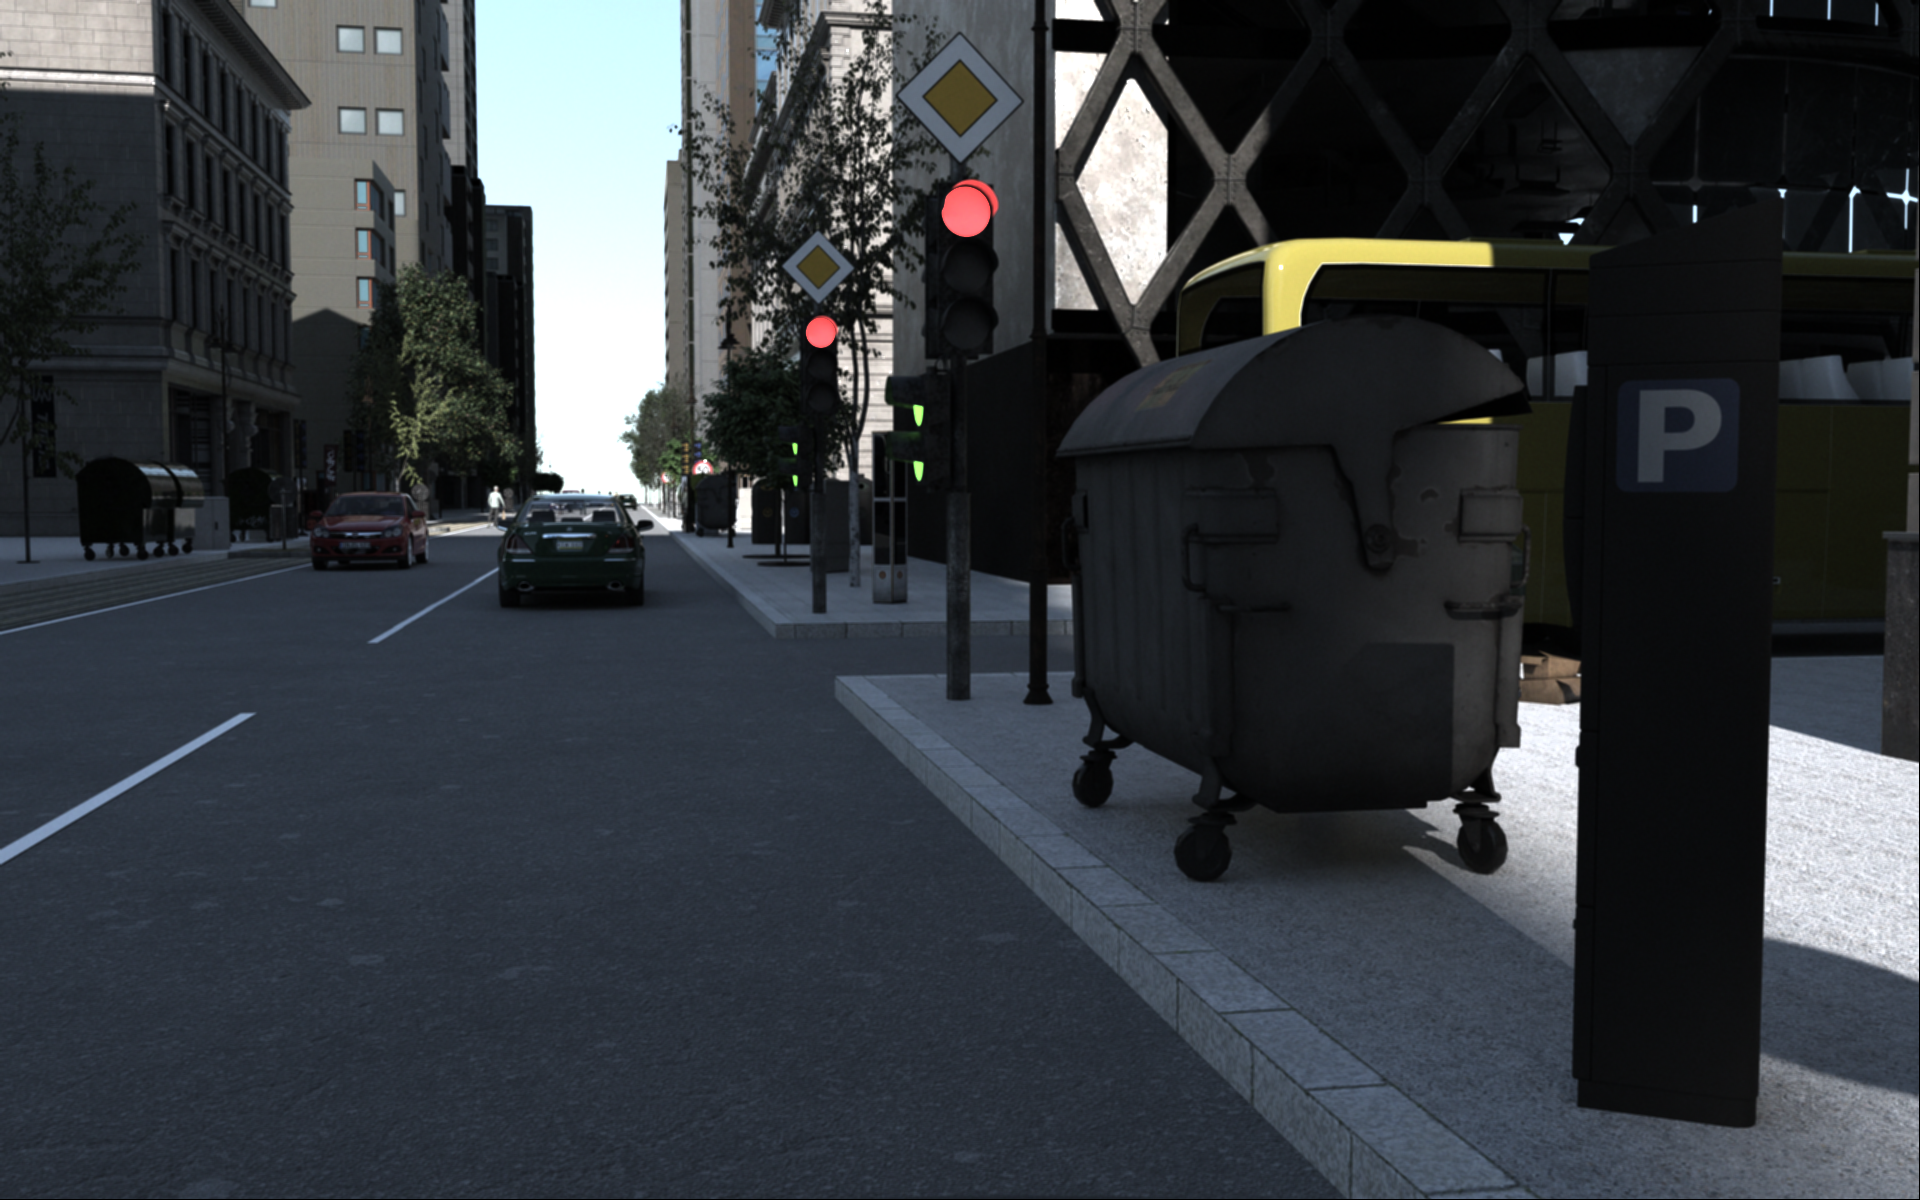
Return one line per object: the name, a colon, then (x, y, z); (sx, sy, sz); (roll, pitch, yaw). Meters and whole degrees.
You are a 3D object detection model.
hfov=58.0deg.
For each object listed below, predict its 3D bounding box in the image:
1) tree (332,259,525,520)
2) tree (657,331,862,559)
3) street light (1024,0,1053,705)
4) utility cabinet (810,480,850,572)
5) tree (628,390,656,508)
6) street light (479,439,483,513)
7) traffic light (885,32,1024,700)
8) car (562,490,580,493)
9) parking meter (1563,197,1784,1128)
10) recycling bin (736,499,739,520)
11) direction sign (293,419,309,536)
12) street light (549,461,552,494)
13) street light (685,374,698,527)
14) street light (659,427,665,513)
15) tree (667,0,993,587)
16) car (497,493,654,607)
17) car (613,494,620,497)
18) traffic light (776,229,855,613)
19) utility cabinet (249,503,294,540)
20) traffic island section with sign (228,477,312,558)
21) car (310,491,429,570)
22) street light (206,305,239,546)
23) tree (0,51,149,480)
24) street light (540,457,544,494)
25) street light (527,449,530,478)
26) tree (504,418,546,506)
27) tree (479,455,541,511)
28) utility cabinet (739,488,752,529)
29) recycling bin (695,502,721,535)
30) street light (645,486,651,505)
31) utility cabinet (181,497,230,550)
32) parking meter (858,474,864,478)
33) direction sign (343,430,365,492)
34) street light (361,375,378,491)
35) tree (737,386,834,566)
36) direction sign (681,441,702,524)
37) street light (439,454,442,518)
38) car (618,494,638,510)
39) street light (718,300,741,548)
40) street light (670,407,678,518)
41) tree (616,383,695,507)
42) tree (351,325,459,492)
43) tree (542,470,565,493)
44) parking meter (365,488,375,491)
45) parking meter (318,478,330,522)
tree: (-26.155, -10.262, 84.791); (9.611, 12.733, 9.660); (0, 3, 0)
tree: (-3.660, -3.131, 34.912); (4.285, 4.588, 4.351); (0, 3, 0)
street light: (0.479, -2.303, 10.443); (0.468, 5.910, 1.993); (-1, 4, -11)
utility cabinet: (-2.090, -1.216, 28.568); (0.318, 1.500, 1.173); (1, 4, 22)
tree: (-16.625, -9.139, 99.779); (4.360, 8.622, 3.978); (0, 3, 0)
street light: (-32.293, -8.814, 116.900); (0.468, 5.910, 1.993); (-1, 4, -11)
traffic light: (-0.029, -1.333, 10.719); (0.839, 4.253, 0.868); (-1, 4, -11)
car: (-34.403, -8.839, 153.188); (2.281, 1.827, 5.304); (-1, 4, -12)
parking meter: (1.474, 0.128, 3.622); (0.399, 1.863, 0.255); (2, 4, 23)
recycling bin: (-11.123, -4.447, 85.264); (0.722, 1.027, 0.722); (-3, 5, -39)
direction sign: (-20.051, -3.712, 52.693); (0.379, 3.537, 0.876); (0, 4, 1)
street light: (-53.303, -15.449, 225.375); (0.468, 5.910, 1.993); (-1, 4, -11)
street light: (-10.370, -5.763, 67.020); (0.468, 5.910, 1.993); (-1, 4, -11)
street light: (-20.020, -8.820, 116.992); (0.468, 5.910, 1.993); (-1, 4, -11)
tree: (-1.701, -4.489, 23.759); (4.360, 8.622, 3.978); (0, 3, 0)
car: (-5.225, -0.716, 23.502); (2.131, 1.459, 4.920); (-1, 4, -11)
car: (-37.112, -10.885, 188.196); (2.015, 1.641, 3.980); (-1, 4, -11)
traffic light: (-1.534, -1.813, 18.562); (0.839, 4.253, 0.868); (-1, 4, -11)
utility cabinet: (-19.037, -2.397, 47.866); (1.173, 1.500, 0.318); (1, 4, 9)
traffic island section with sign: (-15.397, -1.879, 39.351); (1.989, 1.847, 2.006); (-1, 4, -11)
car: (-11.650, -1.546, 34.312); (2.155, 1.783, 4.494); (-1, 4, -11)
street light: (-18.011, -4.260, 42.435); (0.468, 5.910, 1.993); (-1, 4, -11)
tree: (-15.878, -4.763, 28.242); (4.737, 8.622, 4.395); (0, 3, 0)
street light: (-48.194, -13.866, 199.498); (0.468, 5.910, 1.993); (-1, 4, -11)
street light: (-43.396, -12.326, 174.325); (0.468, 5.910, 1.993); (-1, 4, -11)
tree: (-42.077, -13.176, 165.784); (4.360, 8.622, 3.978); (0, 3, 0)
tree: (-36.011, -9.264, 135.187); (4.285, 4.588, 4.351); (0, 3, 0)
utility cabinet: (-7.322, -3.266, 62.075); (1.173, 1.500, 0.318); (1, 4, 14)
recycling bin: (-7.852, -2.539, 54.060); (0.722, 1.027, 0.722); (0, 4, -1)
street light: (-40.353, -15.283, 222.657); (0.468, 5.910, 1.993); (-1, 4, -11)
utility cabinet: (-17.313, -1.748, 39.743); (0.306, 1.237, 1.020); (3, 5, 42)
parking meter: (-2.950, -2.693, 49.746); (0.255, 1.863, 0.399); (3, 4, 36)
direction sign: (-21.396, -4.234, 61.225); (0.876, 3.537, 0.379); (1, 4, 21)
street light: (-22.925, -5.782, 67.329); (0.468, 5.910, 1.993); (-1, 4, -11)
tree: (-3.266, -2.235, 31.149); (1.663, 3.219, 1.824); (0, 3, 0)
direction sign: (-11.374, -4.980, 73.421); (0.876, 3.537, 0.379); (-2, 4, -24)
street light: (-27.582, -7.277, 91.762); (0.468, 5.910, 1.993); (-1, 4, -11)
car: (-29.749, -8.850, 154.481); (2.009, 1.686, 4.222); (-1, 4, -13)
street light: (-5.510, -4.196, 41.386); (0.468, 5.910, 1.993); (-1, 4, -11)
street light: (-15.187, -7.298, 92.108); (0.468, 5.910, 1.993); (-1, 4, -11)
tree: (-30.660, -16.014, 178.844); (9.611, 12.733, 9.660); (0, 3, 0)
tree: (-24.597, -7.698, 76.217); (4.737, 8.622, 4.395); (0, 3, 0)
tree: (-52.727, -14.267, 216.985); (4.285, 4.588, 4.351); (0, 3, 0)
parking meter: (-23.767, -3.753, 69.766); (0.372, 1.533, 0.369); (0, 3, 0)
parking meter: (-23.351, -3.540, 63.586); (0.255, 1.863, 0.399); (1, 4, 12)
